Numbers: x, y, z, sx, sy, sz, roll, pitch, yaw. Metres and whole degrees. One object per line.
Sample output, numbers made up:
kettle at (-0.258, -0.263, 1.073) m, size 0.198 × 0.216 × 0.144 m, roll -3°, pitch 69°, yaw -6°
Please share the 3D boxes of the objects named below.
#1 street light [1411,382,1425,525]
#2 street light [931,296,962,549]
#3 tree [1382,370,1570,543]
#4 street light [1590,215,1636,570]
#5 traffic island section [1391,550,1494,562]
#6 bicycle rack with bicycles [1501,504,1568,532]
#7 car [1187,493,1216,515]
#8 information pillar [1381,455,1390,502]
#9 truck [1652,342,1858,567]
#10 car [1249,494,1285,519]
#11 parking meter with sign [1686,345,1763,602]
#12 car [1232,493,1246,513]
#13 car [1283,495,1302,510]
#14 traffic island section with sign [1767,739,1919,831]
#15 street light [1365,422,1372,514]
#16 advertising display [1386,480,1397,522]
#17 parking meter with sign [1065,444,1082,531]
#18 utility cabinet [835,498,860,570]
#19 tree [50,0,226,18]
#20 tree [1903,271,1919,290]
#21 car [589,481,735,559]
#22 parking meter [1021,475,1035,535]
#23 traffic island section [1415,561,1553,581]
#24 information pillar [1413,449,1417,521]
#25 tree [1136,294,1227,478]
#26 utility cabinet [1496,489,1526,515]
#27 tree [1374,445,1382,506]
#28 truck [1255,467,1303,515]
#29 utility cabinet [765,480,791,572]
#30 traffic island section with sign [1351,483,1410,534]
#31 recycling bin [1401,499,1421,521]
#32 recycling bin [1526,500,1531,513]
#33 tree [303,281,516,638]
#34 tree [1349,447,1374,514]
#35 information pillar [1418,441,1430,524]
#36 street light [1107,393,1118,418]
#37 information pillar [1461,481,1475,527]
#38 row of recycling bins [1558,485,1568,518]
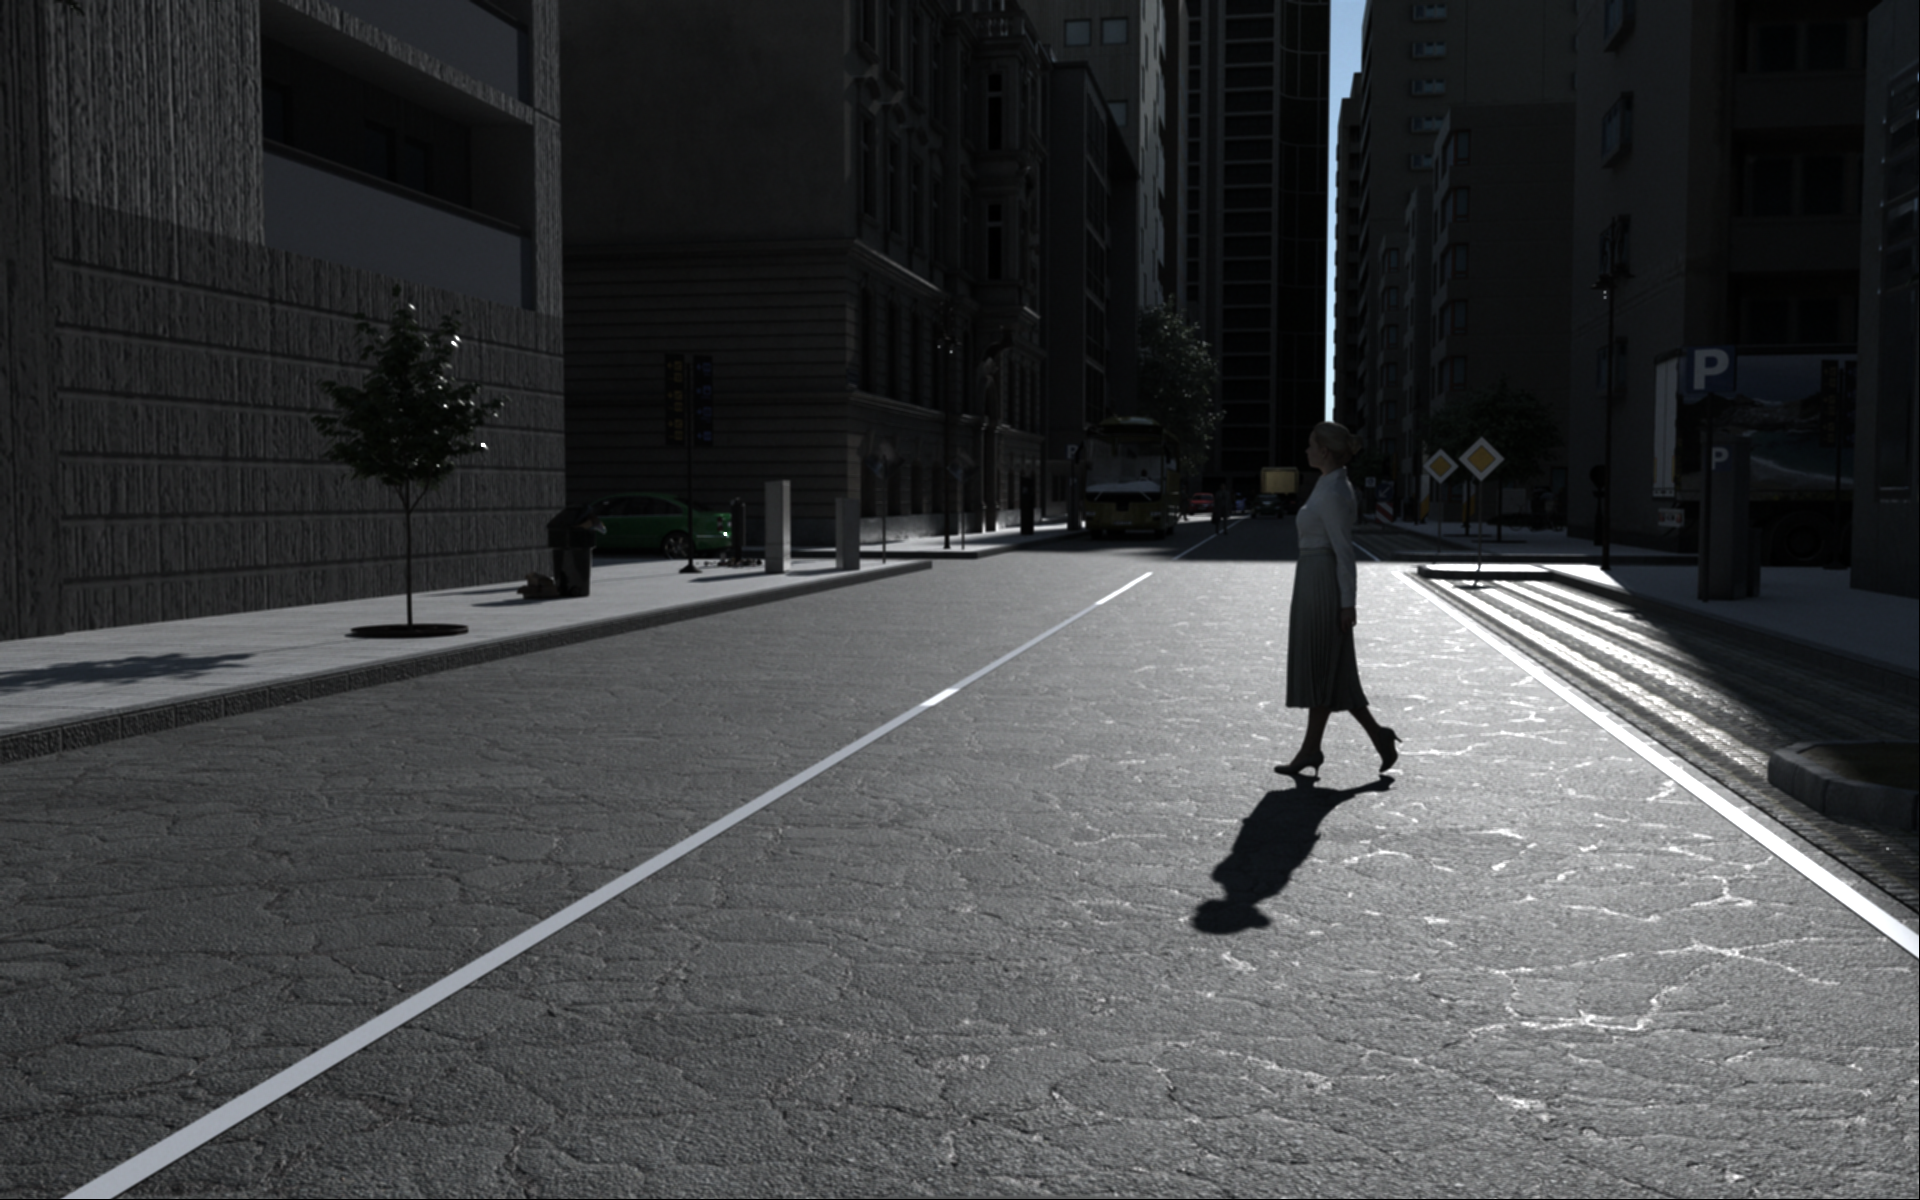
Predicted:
street light at (18.942, -6.052, 71.736) m, size 0.468 × 5.910 × 1.993 m, roll 1°, pitch 4°, yaw 11°
street light at (-0.305, -4.140, 40.470) m, size 0.468 × 5.910 × 1.993 m, roll 1°, pitch 4°, yaw 11°
tree at (14.400, -3.803, 45.896) m, size 4.285 × 4.588 × 4.351 m, roll 0°, pitch 3°, yaw 0°
street light at (10.886, -3.440, 29.029) m, size 0.468 × 5.910 × 1.993 m, roll 1°, pitch 4°, yaw 11°
traffic island section at (10.507, -0.956, 37.912) m, size 2.009 × 0.180 × 2.903 m, roll 1°, pitch 4°, yaw 11°
bicycle rack with bicycles at (20.291, -2.865, 60.226) m, size 2.925 × 0.926 × 2.852 m, roll -1°, pitch 4°, yaw -18°
car at (16.487, -6.627, 117.396) m, size 2.155 × 1.783 × 4.494 m, roll 1°, pitch 4°, yaw 10°
information pillar at (25.211, -6.799, 102.524) m, size 0.504 × 3.616 × 0.183 m, roll -1°, pitch 4°, yaw -12°
truck at (19.227, -2.676, 32.673) m, size 11.283 × 4.237 × 2.839 m, roll 1°, pitch 4°, yaw 12°
car at (18.130, -5.533, 102.270) m, size 2.131 × 1.459 × 4.920 m, roll 1°, pitch 4°, yaw 9°
parking meter with sign at (9.358, -1.520, 21.109) m, size 0.543 × 3.016 × 1.738 m, roll 3°, pitch 4°, yaw 38°
car at (20.349, -7.301, 128.965) m, size 1.945 × 1.707 × 3.694 m, roll 1°, pitch 4°, yaw 10°
car at (29.805, -8.799, 155.861) m, size 2.014 × 1.417 × 4.499 m, roll 1°, pitch 4°, yaw 11°
traffic island section with sign at (4.910, 0.042, 7.948) m, size 1.989 × 1.847 × 2.006 m, roll 1°, pitch 4°, yaw 11°
street light at (26.040, -8.414, 110.364) m, size 0.468 × 5.910 × 1.993 m, roll 1°, pitch 4°, yaw 11°
advertising display at (19.966, -4.583, 80.152) m, size 0.123 × 1.923 × 0.974 m, roll 0°, pitch 4°, yaw -7°
parking meter with sign at (4.036, -3.958, 60.981) m, size 0.543 × 3.016 × 1.738 m, roll 1°, pitch 4°, yaw 9°
utility cabinet at (-1.919, -1.132, 29.674) m, size 0.306 × 1.237 × 1.020 m, roll -1°, pitch 4°, yaw -11°
tree at (-6.486, -4.465, 7.423) m, size 8.767 × 10.594 × 7.601 m, roll 1°, pitch 4°, yaw 19°
tree at (7.578, -1.636, 10.464) m, size 4.285 × 4.588 × 4.351 m, roll 0°, pitch 3°, yaw 0°
car at (-6.930, -1.672, 36.140) m, size 4.718 × 1.807 × 1.959 m, roll 1°, pitch 4°, yaw 9°
parking meter at (2.117, -2.972, 54.296) m, size 0.399 × 1.863 × 0.255 m, roll 2°, pitch 4°, yaw 35°
traffic island section at (9.035, -0.476, 30.064) m, size 2.009 × 0.180 × 2.903 m, roll 1°, pitch 4°, yaw 11°
information pillar at (21.349, -5.494, 81.174) m, size 0.183 × 3.616 × 0.504 m, roll 2°, pitch 4°, yaw 32°
tree at (11.925, -12.413, 109.615) m, size 9.857 × 13.997 × 8.962 m, roll 0°, pitch 3°, yaw 0°
utility cabinet at (23.968, -4.078, 75.350) m, size 1.173 × 1.500 × 0.318 m, roll 3°, pitch 4°, yaw 39°
tree at (15.387, -4.219, 52.688) m, size 4.285 × 4.588 × 4.351 m, roll 0°, pitch 3°, yaw 0°
truck at (22.769, -7.803, 123.508) m, size 3.469 × 3.379 × 9.791 m, roll 1°, pitch 4°, yaw 10°
utility cabinet at (-3.001, -1.207, 28.421) m, size 0.318 × 1.500 × 1.173 m, roll 0°, pitch 4°, yaw 0°
traffic island section with sign at (15.053, -3.270, 62.090) m, size 1.989 × 1.847 × 2.006 m, roll 1°, pitch 4°, yaw 11°
recycling bin at (21.652, -4.315, 83.101) m, size 0.722 × 1.027 × 0.722 m, roll -1°, pitch 4°, yaw -19°
recycling bin at (25.183, -3.848, 75.476) m, size 0.722 × 1.027 × 0.722 m, roll -3°, pitch 5°, yaw -41°
tree at (-5.145, -1.306, 15.950) m, size 1.663 × 3.219 × 1.824 m, roll 0°, pitch 3°, yaw 0°
tree at (27.231, -7.934, 113.437) m, size 4.285 × 4.588 × 4.351 m, roll 0°, pitch 3°, yaw 0°
information pillar at (19.930, -5.071, 74.270) m, size 0.504 × 3.616 × 0.183 m, roll -2°, pitch 4°, yaw -32°
street light at (7.021, -6.529, 79.533) m, size 0.468 × 5.910 × 1.993 m, roll 1°, pitch 4°, yaw 11°
information pillar at (19.619, -4.613, 66.781) m, size 0.504 × 3.616 × 0.183 m, roll -1°, pitch 4°, yaw -10°
row of recycling bins at (26.191, -4.096, 74.085) m, size 1.069 × 1.692 × 3.534 m, roll 1°, pitch 4°, yaw 16°
